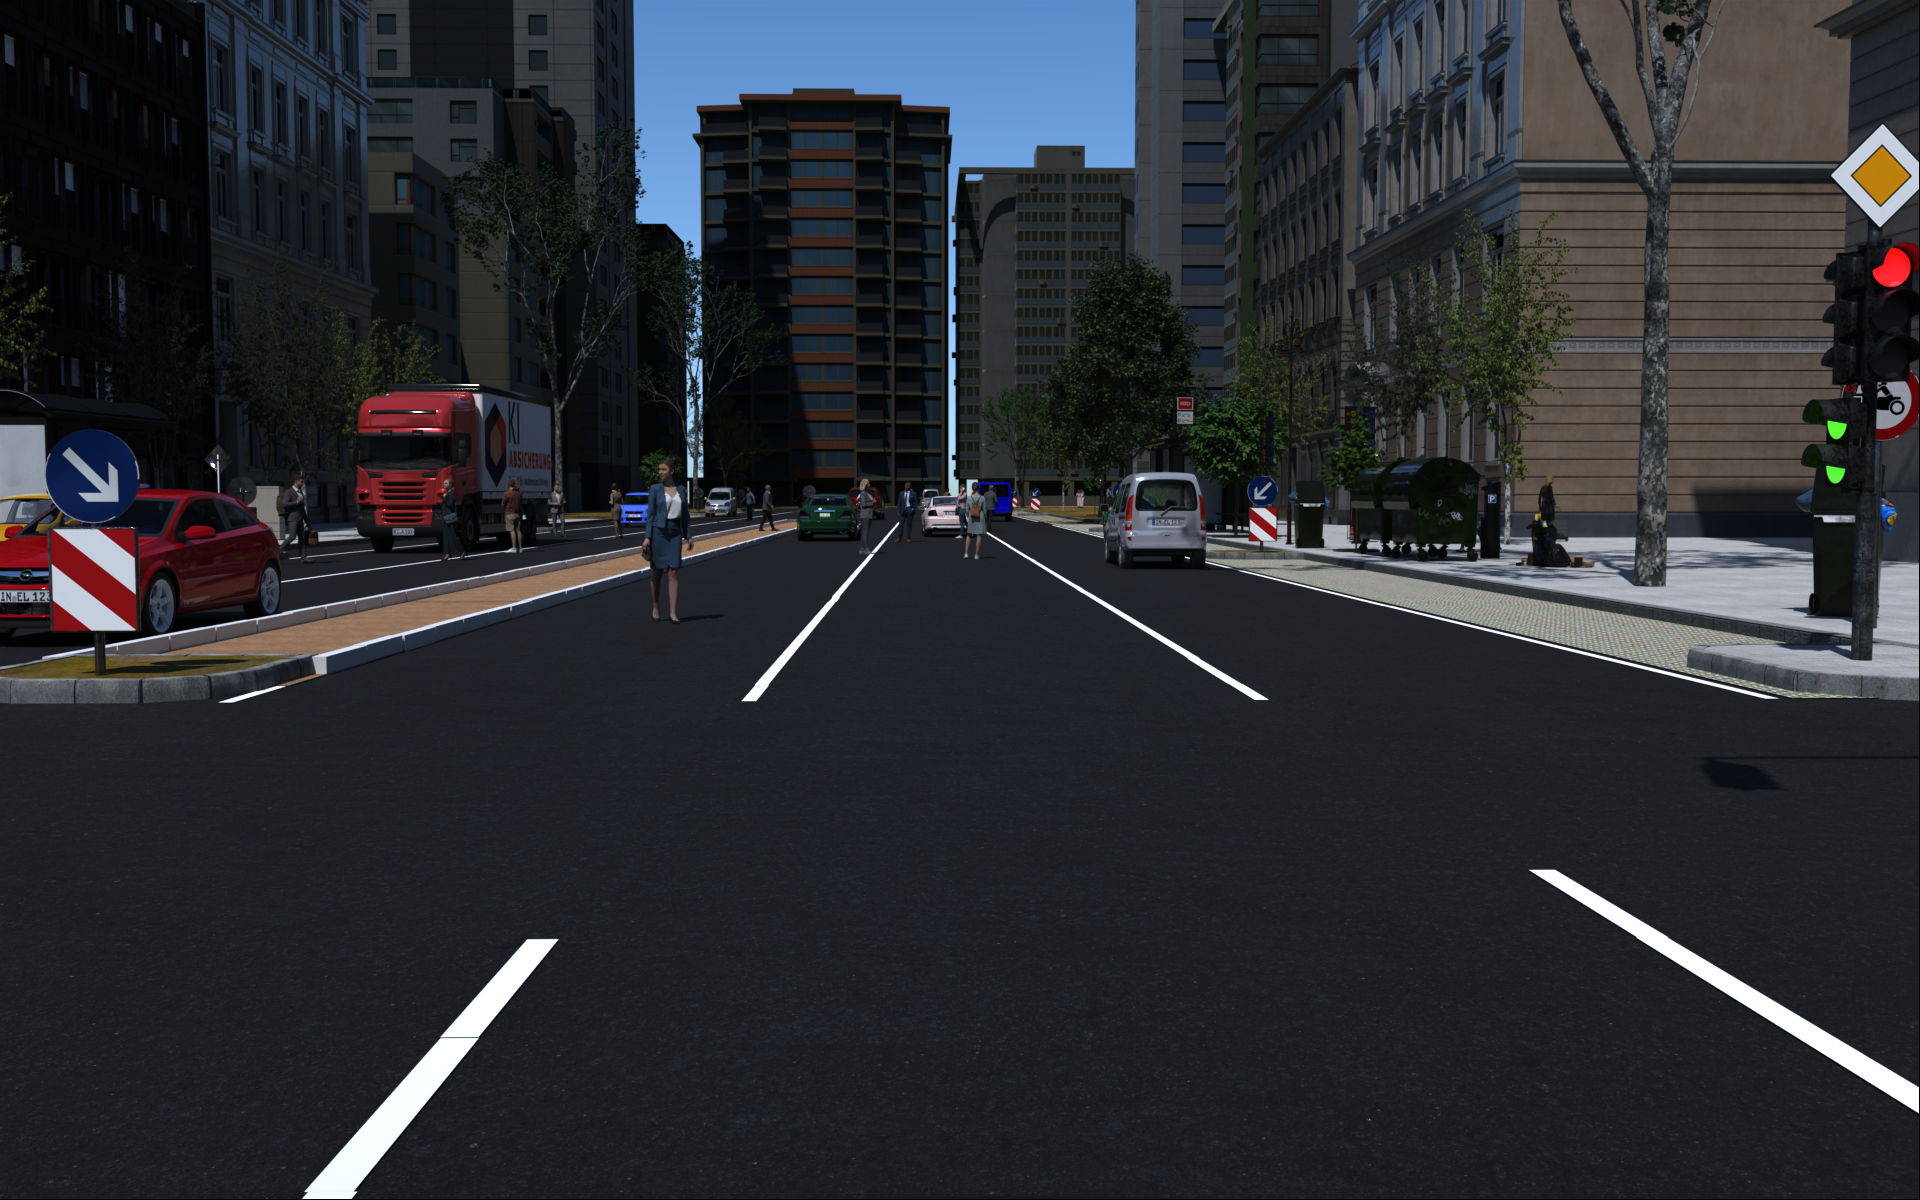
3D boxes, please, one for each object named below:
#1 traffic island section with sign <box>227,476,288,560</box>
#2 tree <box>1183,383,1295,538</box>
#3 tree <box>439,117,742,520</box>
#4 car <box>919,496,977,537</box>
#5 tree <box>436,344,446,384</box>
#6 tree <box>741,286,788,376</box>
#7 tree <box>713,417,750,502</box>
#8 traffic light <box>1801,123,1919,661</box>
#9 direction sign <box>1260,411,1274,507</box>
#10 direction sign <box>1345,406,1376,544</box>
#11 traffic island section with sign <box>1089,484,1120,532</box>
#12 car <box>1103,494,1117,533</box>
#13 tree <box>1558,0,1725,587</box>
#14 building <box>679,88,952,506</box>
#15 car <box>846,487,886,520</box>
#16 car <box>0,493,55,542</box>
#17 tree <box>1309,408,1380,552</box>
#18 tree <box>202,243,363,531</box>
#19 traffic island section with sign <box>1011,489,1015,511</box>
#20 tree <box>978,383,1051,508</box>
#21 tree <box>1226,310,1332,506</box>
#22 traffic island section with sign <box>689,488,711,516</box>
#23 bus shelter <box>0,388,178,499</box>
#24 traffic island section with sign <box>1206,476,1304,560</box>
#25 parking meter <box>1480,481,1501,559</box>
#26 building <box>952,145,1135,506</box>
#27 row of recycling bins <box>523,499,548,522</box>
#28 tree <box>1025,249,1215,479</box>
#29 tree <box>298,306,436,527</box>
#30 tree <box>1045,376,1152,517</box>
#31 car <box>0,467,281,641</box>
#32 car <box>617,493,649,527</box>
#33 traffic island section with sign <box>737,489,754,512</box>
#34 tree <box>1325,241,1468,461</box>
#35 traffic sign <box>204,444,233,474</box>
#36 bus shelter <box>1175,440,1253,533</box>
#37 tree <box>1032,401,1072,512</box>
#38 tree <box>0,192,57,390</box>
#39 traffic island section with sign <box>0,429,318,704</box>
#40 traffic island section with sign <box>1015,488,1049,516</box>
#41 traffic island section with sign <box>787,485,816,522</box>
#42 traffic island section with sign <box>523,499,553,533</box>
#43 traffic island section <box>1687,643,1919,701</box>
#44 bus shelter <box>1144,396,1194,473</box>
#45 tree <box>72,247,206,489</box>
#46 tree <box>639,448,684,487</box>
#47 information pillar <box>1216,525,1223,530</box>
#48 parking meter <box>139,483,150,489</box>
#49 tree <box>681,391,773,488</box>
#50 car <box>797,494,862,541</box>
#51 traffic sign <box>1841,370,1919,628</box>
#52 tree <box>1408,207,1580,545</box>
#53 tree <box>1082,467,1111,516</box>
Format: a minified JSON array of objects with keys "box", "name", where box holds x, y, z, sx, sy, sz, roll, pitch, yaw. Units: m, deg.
[{"box":[-15.742,-1.768,37.535,1.989,1.847,2.006,0,4,-1],"name":"traffic island section with sign"},{"box":[8.178,-4.122,51.115,4.285,4.588,4.351,0,3,0],"name":"tree"},{"box":[-18.764,-14.084,86.161,12.611,20.169,13.585,0,3,0],"name":"tree"},{"box":[-0.349,-2.873,59.332,2.083,1.381,4.827,0,4,-3],"name":"car"},{"box":[-23.643,-7.464,72.395,4.737,8.622,4.395,0,3,0],"name":"tree"},{"box":[-19.591,-16.926,132.632,12.611,20.169,13.585,0,3,0],"name":"tree"},{"box":[-21.490,-13.135,165.112,4.737,8.622,4.395,0,3,0],"name":"tree"},{"box":[6.957,-1.490,13.287,0.839,4.253,0.868,0,4,-1],"name":"traffic light"},{"box":[8.408,-3.396,47.523,0.379,3.537,0.876,2,4,33],"name":"direction sign"},{"box":[10.325,-3.228,44.775,0.876,3.537,0.379,-1,4,-18],"name":"direction sign"},{"box":[5.900,-3.477,65.475,1.989,1.847,2.006,0,4,-1],"name":"traffic island section with sign"},{"box":[5.847,-3.028,58.301,1.959,1.807,4.718,0,4,-1],"name":"car"},{"box":[8.460,-10.312,24.485,12.611,20.169,13.585,0,3,0],"name":"tree"},{"box":[-15.398,-32.747,190.032,28.867,44.769,22.147,0,4,-1],"name":"building"},{"box":[-5.350,-5.434,97.522,2.281,1.827,5.304,0,4,1],"name":"car"},{"box":[-15.812,-1.190,29.685,2.015,1.641,3.980,0,4,-1],"name":"car"},{"box":[8.912,-2.695,38.657,1.663,3.219,1.824,0,3,0],"name":"tree"},{"box":[-19.295,-6.135,50.676,4.360,8.622,3.978,0,3,0],"name":"tree"},{"box":[4.254,-8.192,142.569,1.989,1.847,2.006,0,4,-1],"name":"traffic island section with sign"},{"box":[5.788,-14.518,163.121,9.928,11.665,9.643,0,3,0],"name":"tree"},{"box":[12.756,-7.328,70.175,4.737,8.622,4.395,0,3,0],"name":"tree"},{"box":[-17.383,-6.529,115.375,1.989,1.847,2.006,0,4,-1],"name":"traffic island section with sign"},{"box":[-18.431,-2.574,36.010,2.014,3.302,5.546,0,4,-1],"name":"bus shelter"},{"box":[6.475,-1.829,38.526,1.989,1.847,2.006,0,4,-1],"name":"traffic island section with sign"},{"box":[10.583,-1.598,34.541,0.372,1.533,0.369,0,3,0],"name":"parking meter"},{"box":[11.216,-30.817,195.746,23.993,40.220,32.217,0,4,-1],"name":"building"},{"box":[-19.669,-4.477,80.309,1.069,1.692,3.534,0,4,-7],"name":"row of recycling bins"},{"box":[7.862,-10.050,81.330,9.611,12.733,9.660,0,3,0],"name":"tree"},{"box":[-23.650,-7.167,67.544,4.737,8.622,4.395,0,3,0],"name":"tree"},{"box":[7.996,-9.798,94.612,7.601,10.594,8.767,1,4,19],"name":"tree"},{"box":[-8.715,-0.563,18.248,2.155,1.783,4.494,0,4,-1],"name":"car"},{"box":[-14.004,-4.041,75.666,1.945,1.707,3.694,0,4,-3],"name":"car"},{"box":[-17.964,-8.181,142.386,1.989,1.847,2.006,0,4,-1],"name":"traffic island section with sign"},{"box":[12.974,-6.148,50.890,4.360,8.622,3.978,0,3,0],"name":"tree"},{"box":[-19.685,-2.830,46.000,0.795,2.593,0.064,0,4,7],"name":"traffic sign"},{"box":[8.601,-3.925,58.093,2.014,3.302,5.546,0,4,-1],"name":"bus shelter"},{"box":[7.363,-10.757,126.239,4.737,8.622,4.395,0,3,0],"name":"tree"},{"box":[-23.072,-5.457,39.592,4.737,8.622,4.395,0,3,0],"name":"tree"},{"box":[-6.090,-0.284,12.786,2.006,1.907,1.989,0,4,-1],"name":"traffic island section with sign"},{"box":[4.853,-6.514,115.134,1.989,1.847,2.006,0,4,-1],"name":"traffic island section with sign"},{"box":[-7.693,-4.879,87.908,2.006,1.907,1.989,0,4,-1],"name":"traffic island section with sign"},{"box":[-16.325,-3.468,65.327,1.989,1.847,2.006,0,4,-1],"name":"traffic island section with sign"},{"box":[6.997,0.543,13.402,2.009,0.180,2.903,0,4,-1],"name":"traffic island section"},{"box":[8.611,-5.586,68.969,2.179,5.291,8.768,0,4,-1],"name":"bus shelter"},{"box":[-23.943,-6.182,51.438,4.360,8.622,3.978,0,3,0],"name":"tree"},{"box":[-21.124,-8.480,122.358,4.285,4.588,4.351,0,3,0],"name":"tree"},{"box":[9.371,-3.521,62.058,0.304,2.012,0.304,0,4,-3],"name":"information pillar"},{"box":[-19.294,-1.985,40.873,0.372,1.533,0.369,0,3,0],"name":"parking meter"},{"box":[-21.086,-13.594,156.667,8.767,10.594,7.601,0,4,-4],"name":"tree"},{"box":[-4.077,-2.607,54.430,2.131,1.459,4.920,0,4,0],"name":"car"},{"box":[8.733,-1.003,16.501,0.768,2.556,0.104,0,4,2],"name":"traffic sign"},{"box":[13.672,-5.708,43.688,4.737,8.622,4.395,0,3,0],"name":"tree"},{"box":[8.051,-6.695,104.070,1.663,3.219,1.824,0,3,0],"name":"tree"}]
